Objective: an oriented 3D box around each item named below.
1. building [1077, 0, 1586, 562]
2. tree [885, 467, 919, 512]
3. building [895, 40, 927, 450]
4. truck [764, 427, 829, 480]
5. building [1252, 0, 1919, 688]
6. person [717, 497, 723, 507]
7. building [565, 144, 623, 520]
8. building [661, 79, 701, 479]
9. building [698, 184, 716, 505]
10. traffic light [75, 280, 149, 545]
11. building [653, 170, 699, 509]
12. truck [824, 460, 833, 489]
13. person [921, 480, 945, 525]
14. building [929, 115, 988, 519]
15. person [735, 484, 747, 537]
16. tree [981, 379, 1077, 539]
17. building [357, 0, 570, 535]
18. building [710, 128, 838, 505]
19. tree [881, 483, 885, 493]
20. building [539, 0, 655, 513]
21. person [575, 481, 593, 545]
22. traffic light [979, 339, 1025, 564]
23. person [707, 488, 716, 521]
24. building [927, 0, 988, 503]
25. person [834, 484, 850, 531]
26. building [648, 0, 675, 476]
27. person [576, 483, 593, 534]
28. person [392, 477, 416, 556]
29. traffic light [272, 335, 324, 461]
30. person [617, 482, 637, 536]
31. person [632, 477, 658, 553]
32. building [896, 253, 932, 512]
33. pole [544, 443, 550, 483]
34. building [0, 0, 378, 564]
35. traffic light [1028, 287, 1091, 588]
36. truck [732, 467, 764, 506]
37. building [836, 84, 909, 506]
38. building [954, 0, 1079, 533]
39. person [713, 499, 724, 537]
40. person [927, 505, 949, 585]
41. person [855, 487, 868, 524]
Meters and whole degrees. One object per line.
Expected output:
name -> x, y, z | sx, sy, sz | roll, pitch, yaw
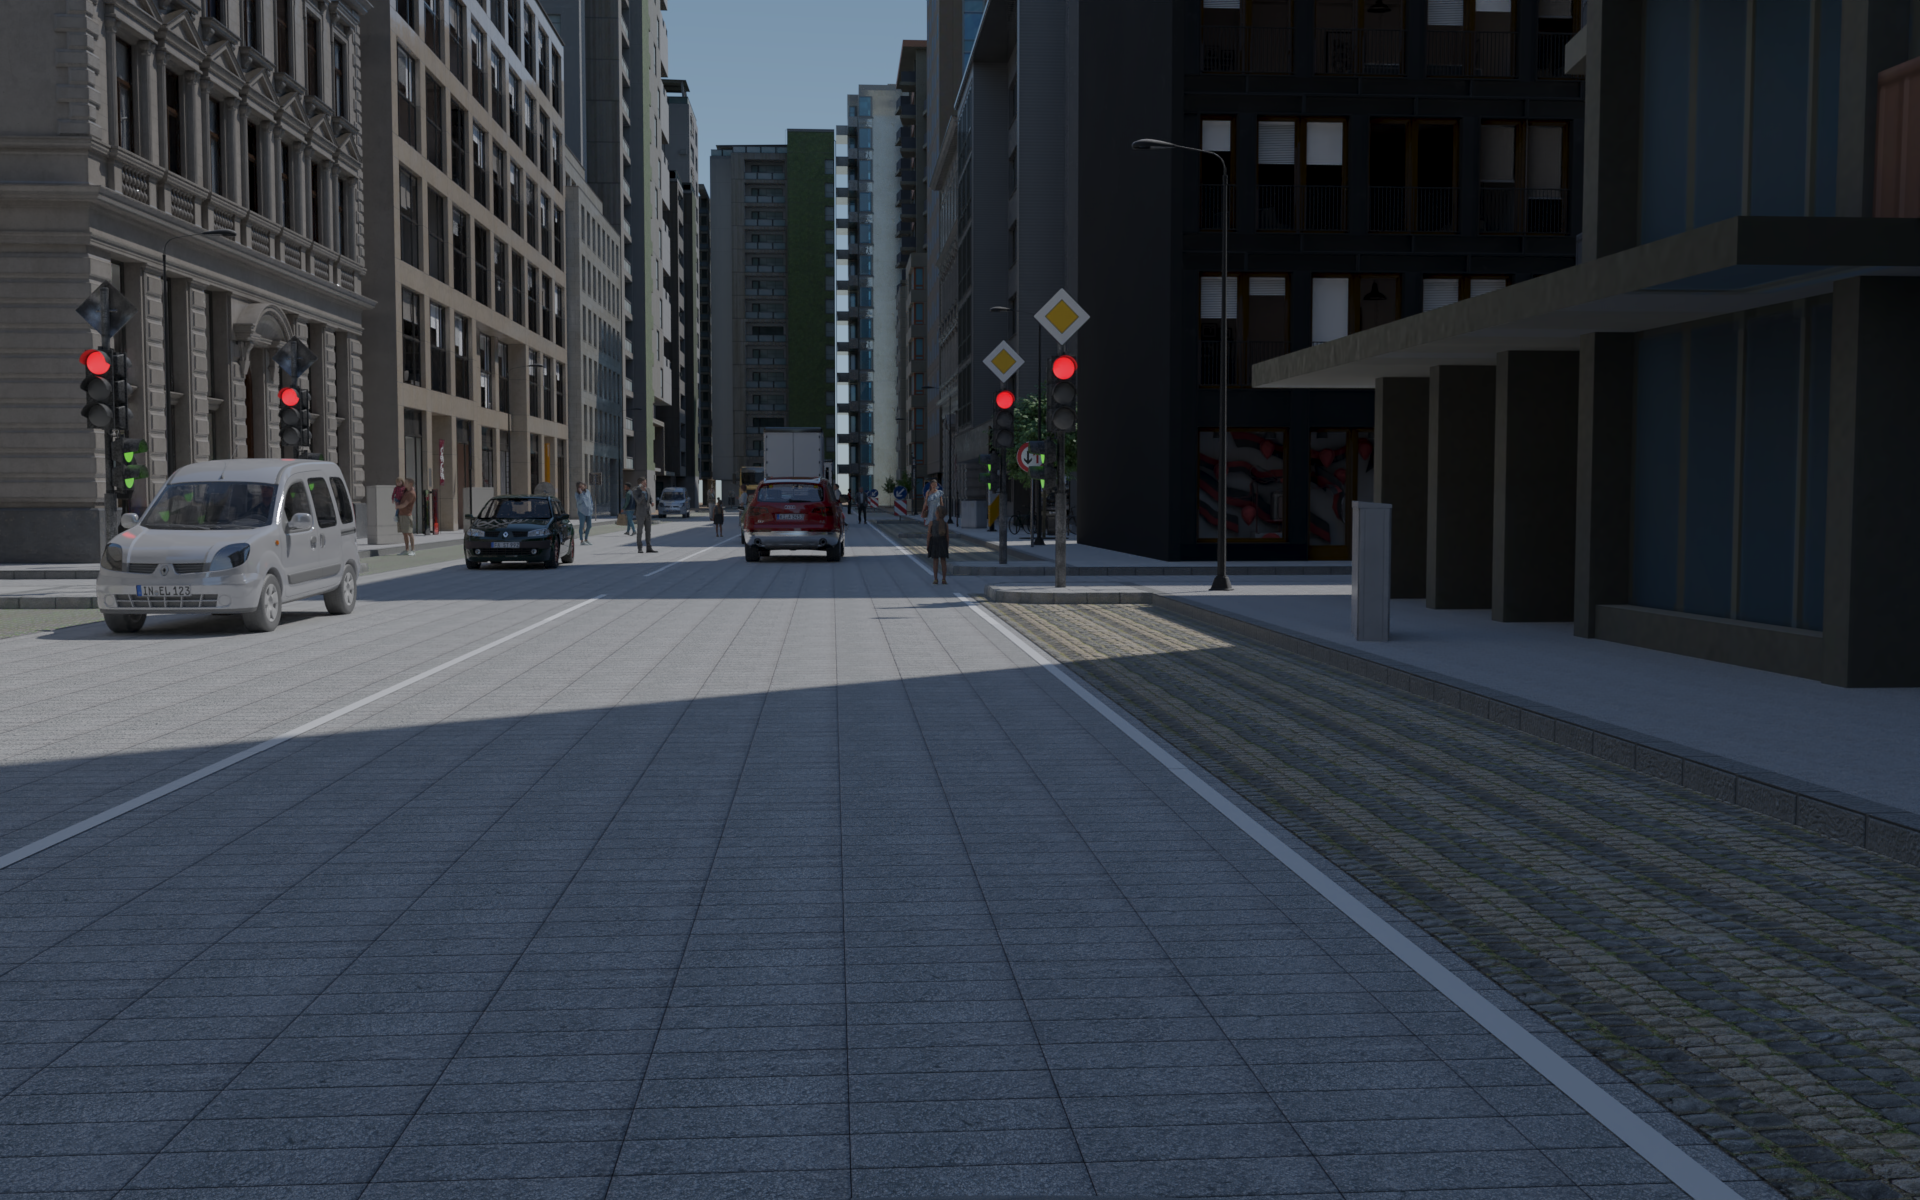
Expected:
building -> 11.369, -12.787, 38.742 | 15.834, 23.373, 12.332 | 0, 4, -4
tree -> -3.939, -7.884, 123.498 | 1.663, 3.219, 1.824 | 0, 3, 0
building -> 4.996, -31.381, 167.697 | 22.147, 44.769, 28.867 | 0, 4, -4
truck -> -7.384, -5.472, 78.378 | 2.839, 4.237, 11.283 | 0, 4, -4
building -> 15.633, -21.634, 8.344 | 22.147, 44.769, 28.867 | 0, 4, -4
person -> -14.644, -5.655, 105.644 | 0.352, 1.250, 0.332 | -2, 4, -27
building -> -24.611, -14.621, 93.800 | 10.420, 20.320, 16.860 | 0, 4, -4
building -> -33.275, -29.935, 173.035 | 14.086, 41.232, 14.154 | 0, 4, -4
building -> -40.833, -31.346, 204.383 | 23.993, 40.220, 32.217 | 0, 4, -4
traffic light -> -11.163, -2.069, 22.749 | 0.839, 4.253, 0.868 | 0, 4, -4
building -> -30.859, -23.353, 153.515 | 14.160, 30.474, 14.107 | 0, 4, -4
truck -> -12.071, -9.626, 146.293 | 2.839, 4.237, 11.283 | 0, 4, -5
person -> -0.704, -2.252, 45.412 | 0.616, 1.811, 0.778 | 1, 4, 11
building -> 4.347, -16.396, 96.953 | 11.050, 23.489, 19.941 | 0, 4, -4
person -> -7.278, -2.968, 57.601 | 0.524, 1.755, 0.480 | 1, 4, 9
tree -> 2.324, -4.027, 49.559 | 4.285, 4.588, 4.351 | 0, 3, 0
building -> -27.717, -16.095, 67.672 | 19.350, 26.468, 34.151 | 0, 4, -4
building -> -21.060, -31.387, 196.767 | 14.086, 41.232, 14.154 | 0, 4, -4
tree -> -6.605, -10.185, 161.127 | 1.663, 3.219, 1.824 | 0, 3, 0
building -> -27.612, -26.173, 111.525 | 14.154, 41.232, 14.086 | 0, 4, -4
person -> -10.506, -2.424, 48.394 | 0.793, 1.790, 0.793 | 0, 4, 3
traffic light -> 0.772, -2.614, 31.653 | 0.839, 4.253, 0.868 | 0, 4, -4
person -> -13.139, -5.066, 91.877 | 0.362, 1.759, 0.519 | 3, 4, 36
building -> 5.053, -28.539, 116.719 | 14.600, 45.320, 14.200 | 0, 4, -4
person -> -4.645, -3.592, 67.075 | 0.795, 1.843, 0.661 | 0, 4, 6
building -> -36.562, -33.155, 131.320 | 28.713, 52.752, 27.495 | 0, 4, -4
person -> -13.493, -3.267, 61.940 | 0.581, 1.822, 0.654 | 1, 4, 21
person -> -12.890, -1.942, 40.220 | 0.580, 1.828, 0.573 | 0, 4, 0
traffic light -> -11.754, -2.556, 30.712 | 0.839, 4.253, 0.868 | 0, 4, -4
person -> -11.277, -3.083, 58.896 | 0.713, 1.824, 0.794 | 2, 4, 27
person -> -7.607, -2.061, 42.007 | 0.447, 1.846, 0.655 | 2, 4, 35
building -> 9.212, -18.022, 139.693 | 27.650, 21.520, 28.899 | 0, 4, -4
pole -> -16.629, -4.647, 69.817 | 0.158, 3.312, 0.155 | 0, 3, 0
building -> -21.316, -12.919, 40.096 | 11.050, 23.489, 19.941 | 0, 4, -4
traffic light -> 1.363, -2.127, 23.690 | 0.839, 4.253, 0.868 | 0, 4, -4
truck -> -14.407, -7.894, 124.987 | 3.469, 3.379, 9.791 | 0, 4, -3
building -> 0.801, -35.674, 202.881 | 30.456, 49.044, 23.786 | 0, 4, -4
building -> 7.882, -15.440, 71.516 | 14.314, 24.678, 30.058 | 0, 4, -4
person -> -8.063, -2.730, 57.813 | 0.362, 1.253, 0.373 | 0, 4, -2
person -> -0.349, -0.872, 27.432 | 0.362, 1.253, 0.373 | 0, 4, -8
person -> -4.712, -4.551, 83.302 | 0.661, 1.777, 0.834 | -1, 4, -19
